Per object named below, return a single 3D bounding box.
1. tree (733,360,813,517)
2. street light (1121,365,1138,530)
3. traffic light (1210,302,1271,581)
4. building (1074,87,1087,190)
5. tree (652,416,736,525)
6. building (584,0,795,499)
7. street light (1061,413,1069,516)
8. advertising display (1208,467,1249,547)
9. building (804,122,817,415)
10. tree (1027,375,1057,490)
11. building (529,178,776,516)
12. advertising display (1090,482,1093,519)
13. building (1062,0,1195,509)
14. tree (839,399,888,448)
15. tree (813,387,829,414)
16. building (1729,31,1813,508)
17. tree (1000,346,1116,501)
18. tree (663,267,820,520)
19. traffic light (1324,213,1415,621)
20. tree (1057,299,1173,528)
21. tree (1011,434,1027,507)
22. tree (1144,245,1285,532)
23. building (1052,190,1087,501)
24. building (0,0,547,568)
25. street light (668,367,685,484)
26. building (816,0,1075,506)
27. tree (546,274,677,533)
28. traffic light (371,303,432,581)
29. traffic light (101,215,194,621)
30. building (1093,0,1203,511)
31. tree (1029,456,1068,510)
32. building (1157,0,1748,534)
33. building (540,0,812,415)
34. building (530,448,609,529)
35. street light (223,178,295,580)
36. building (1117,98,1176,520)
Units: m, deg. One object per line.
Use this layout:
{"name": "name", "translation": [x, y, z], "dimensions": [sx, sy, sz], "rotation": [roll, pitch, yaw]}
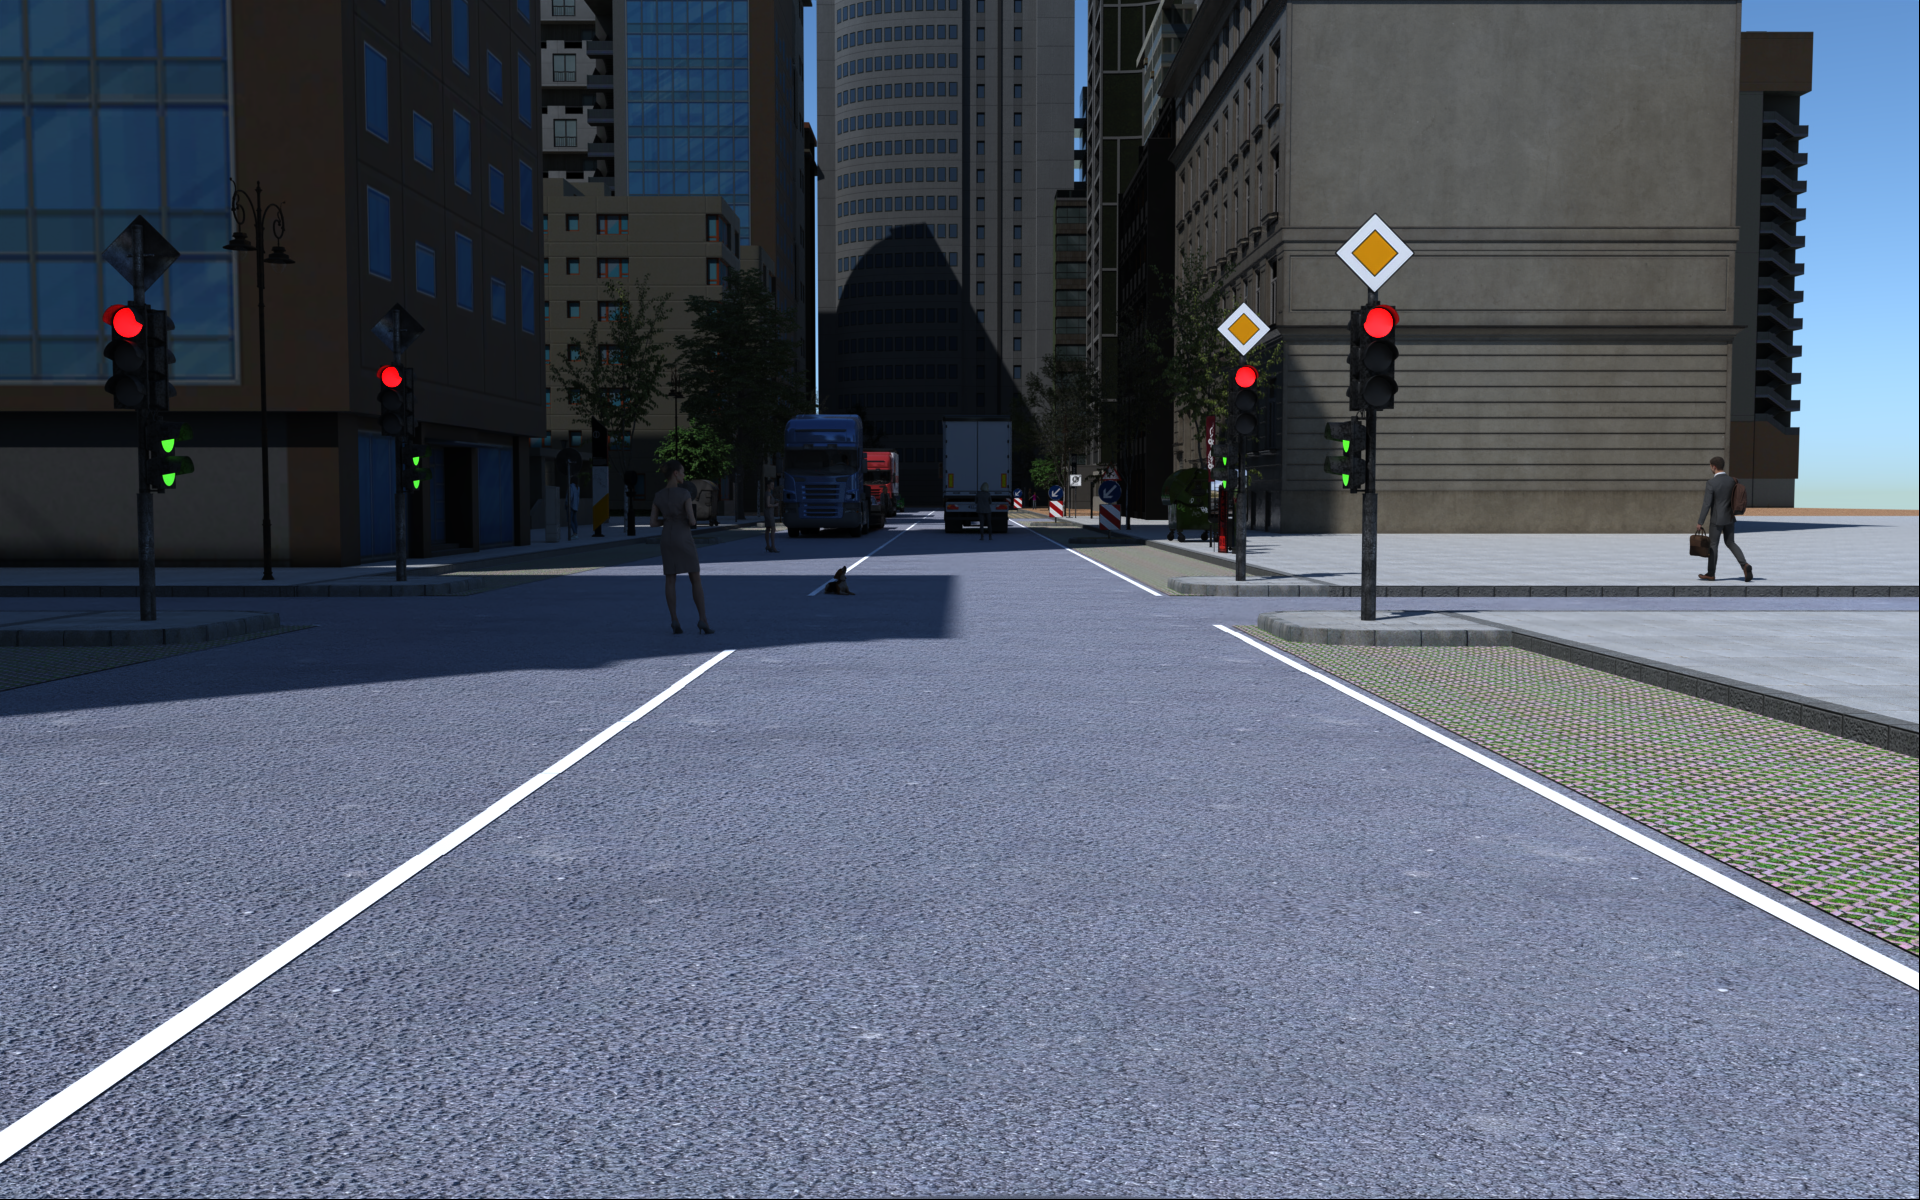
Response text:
{"name": "tree", "translation": [-11.020, -8.873, 95.434], "dimensions": [4.360, 8.622, 3.978], "rotation": [0, 3, 0]}
{"name": "street light", "translation": [6.068, -5.466, 62.153], "dimensions": [0.468, 5.910, 1.993], "rotation": [0, 3, 0]}
{"name": "traffic light", "translation": [4.129, -2.236, 25.481], "dimensions": [0.839, 4.253, 0.868], "rotation": [0, 3, 0]}
{"name": "building", "translation": [27.554, -35.385, 198.158], "dimensions": [30.456, 49.044, 23.786], "rotation": [0, 3, 0]}
{"name": "tree", "translation": [-11.097, -5.410, 72.172], "dimensions": [4.285, 4.588, 4.351], "rotation": [0, 3, 0]}
{"name": "building", "translation": [-20.712, -29.756, 136.618], "dimensions": [14.600, 45.320, 14.200], "rotation": [0, 3, 0]}
{"name": "street light", "translation": [6.047, -7.748, 99.463], "dimensions": [0.468, 5.910, 1.993], "rotation": [0, 3, 0]}
{"name": "advertising display", "translation": [6.475, -2.239, 41.822], "dimensions": [0.974, 1.923, 0.123], "rotation": [0, 4, -7]}
{"name": "building", "translation": [-30.901, -33.228, 197.908], "dimensions": [28.867, 44.769, 22.147], "rotation": [0, 3, 0]}
{"name": "tree", "translation": [6.203, -9.324, 102.812], "dimensions": [4.360, 8.622, 3.978], "rotation": [0, 3, 0]}
{"name": "building", "translation": [-27.639, -16.524, 115.203], "dimensions": [27.650, 21.520, 28.899], "rotation": [0, 3, 0]}
{"name": "advertising display", "translation": [6.914, -5.243, 90.939], "dimensions": [0.123, 1.923, 0.974], "rotation": [0, 4, 4]}
{"name": "building", "translation": [19.631, -43.415, 148.082], "dimensions": [20.563, 71.187, 20.611], "rotation": [0, 3, 0]}
{"name": "tree", "translation": [-10.614, -14.357, 169.148], "dimensions": [7.601, 10.594, 8.767], "rotation": [1, 4, 12]}
{"name": "tree", "translation": [-10.514, -10.372, 119.950], "dimensions": [4.360, 8.622, 3.978], "rotation": [0, 3, 0]}
{"name": "building", "translation": [70.604, -31.567, 166.231], "dimensions": [14.200, 45.320, 14.600], "rotation": [0, 3, 0]}
{"name": "tree", "translation": [6.115, -10.730, 109.843], "dimensions": [8.767, 10.594, 7.601], "rotation": [2, 4, 27]}
{"name": "tree", "translation": [-10.902, -10.298, 86.501], "dimensions": [7.486, 12.596, 7.792], "rotation": [0, 3, 0]}
{"name": "traffic light", "translation": [4.133, -1.748, 17.496], "dimensions": [0.839, 4.253, 0.868], "rotation": [0, 3, 0]}
{"name": "tree", "translation": [6.308, -7.060, 65.792], "dimensions": [4.360, 8.622, 3.978], "rotation": [0, 3, 0]}
{"name": "tree", "translation": [6.573, -13.919, 177.939], "dimensions": [4.360, 8.622, 3.978], "rotation": [0, 3, 0]}
{"name": "tree", "translation": [7.331, -6.160, 51.070], "dimensions": [4.737, 8.622, 4.395], "rotation": [0, 3, 0]}
{"name": "building", "translation": [15.839, -24.156, 166.650], "dimensions": [14.160, 30.474, 14.107], "rotation": [0, 3, 0]}
{"name": "building", "translation": [-17.363, -23.574, 35.546], "dimensions": [14.600, 45.320, 14.200], "rotation": [0, 3, 0]}
{"name": "street light", "translation": [-10.319, -5.520, 63.040], "dimensions": [0.468, 5.910, 1.993], "rotation": [0, 3, 0]}
{"name": "building", "translation": [-1.779, -40.029, 196.466], "dimensions": [28.212, 58.520, 21.231], "rotation": [0, 3, 0]}
{"name": "tree", "translation": [-11.308, -6.569, 57.758], "dimensions": [4.737, 8.622, 4.395], "rotation": [0, 3, 0]}
{"name": "traffic light", "translation": [-8.232, -2.235, 25.459], "dimensions": [0.839, 4.253, 0.868], "rotation": [0, 3, 0]}
{"name": "traffic light", "translation": [-8.228, -1.746, 17.474], "dimensions": [0.839, 4.253, 0.868], "rotation": [0, 3, 0]}
{"name": "building", "translation": [26.346, -26.599, 126.770], "dimensions": [32.217, 40.220, 23.993], "rotation": [0, 3, 0]}
{"name": "tree", "translation": [7.042, -9.335, 136.337], "dimensions": [4.285, 4.588, 4.351], "rotation": [0, 3, 0]}
{"name": "building", "translation": [17.621, -14.452, 69.569], "dimensions": [16.112, 22.955, 30.059], "rotation": [0, 3, 0]}
{"name": "building", "translation": [-28.417, -34.865, 159.279], "dimensions": [27.495, 52.752, 28.713], "rotation": [0, 3, 0]}
{"name": "building", "translation": [-31.645, -23.034, 68.493], "dimensions": [32.217, 40.220, 23.993], "rotation": [0, 3, 0]}
{"name": "street light", "translation": [-10.351, -3.238, 25.729], "dimensions": [0.468, 5.910, 1.993], "rotation": [0, 3, 0]}
{"name": "building", "translation": [15.289, -16.072, 92.458], "dimensions": [12.332, 23.373, 15.834], "rotation": [0, 3, 0]}
